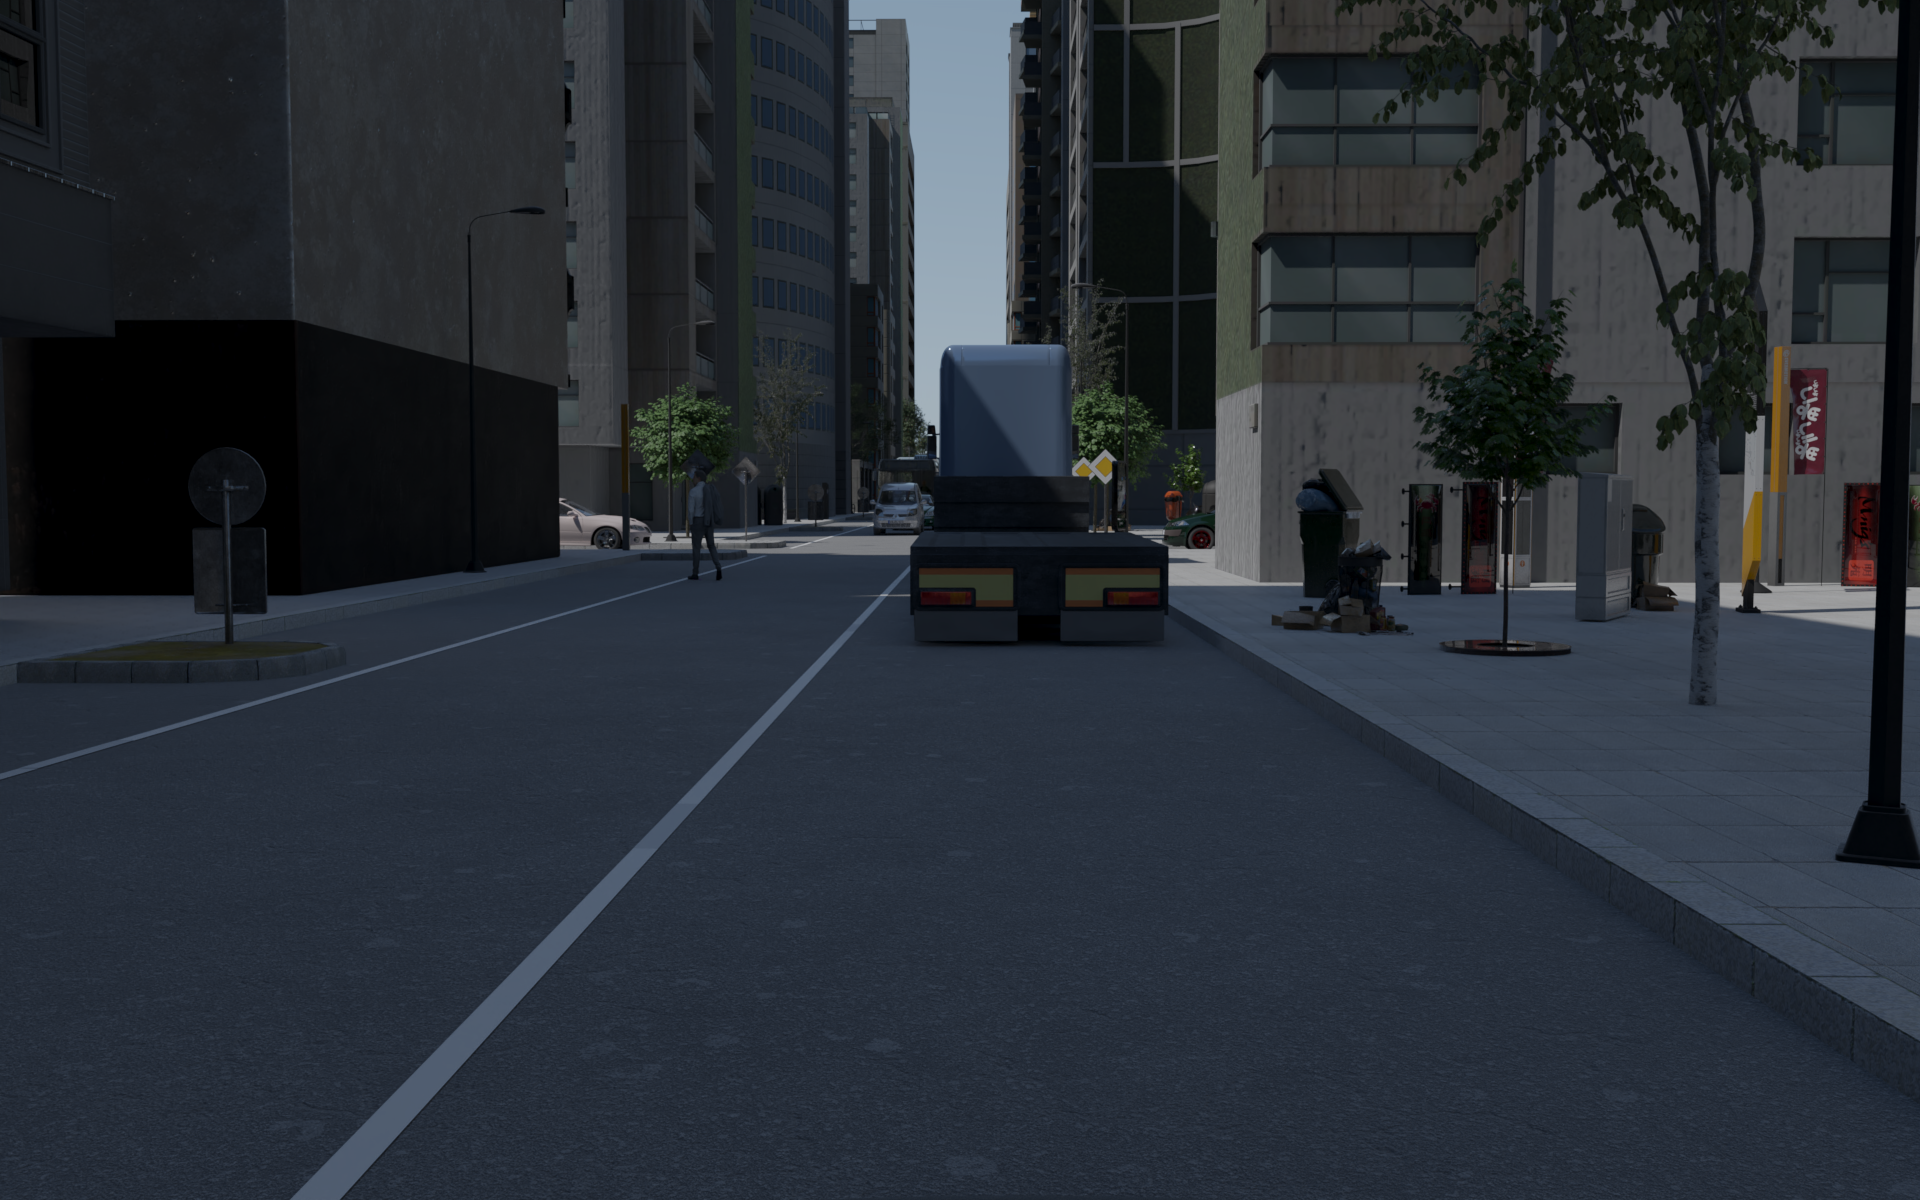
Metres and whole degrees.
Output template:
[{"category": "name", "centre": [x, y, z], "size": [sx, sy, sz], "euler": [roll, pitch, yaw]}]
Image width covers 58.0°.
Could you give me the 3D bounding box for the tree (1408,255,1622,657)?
[{"category": "tree", "centre": [4.588, -1.193, 14.103], "size": [1.663, 3.219, 1.824], "euler": [0, 3, 0]}]

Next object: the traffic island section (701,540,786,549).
[{"category": "traffic island section", "centre": [-5.793, -1.497, 46.761], "size": [2.009, 0.180, 2.903], "euler": [0, 4, 1]}]

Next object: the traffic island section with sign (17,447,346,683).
[{"category": "traffic island section with sign", "centre": [-6.161, -0.333, 14.069], "size": [1.989, 1.847, 2.006], "euler": [0, 4, 1]}]

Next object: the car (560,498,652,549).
[{"category": "car", "centre": [-10.197, -1.911, 43.608], "size": [4.827, 1.381, 2.083], "euler": [0, 4, -1]}]

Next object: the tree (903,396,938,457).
[{"category": "tree", "centre": [-6.747, -17.204, 198.291], "size": [9.611, 12.733, 9.660], "euler": [0, 3, 0]}]

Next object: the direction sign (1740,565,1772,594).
[{"category": "direction sign", "centre": [10.347, -1.860, 22.405], "size": [0.379, 3.537, 0.876], "euler": [2, 4, 26]}]

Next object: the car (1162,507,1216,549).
[{"category": "car", "centre": [7.129, -2.029, 42.953], "size": [4.222, 1.686, 2.009], "euler": [0, 4, 2]}]

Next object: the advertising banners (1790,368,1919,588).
[{"category": "advertising banners", "centre": [12.495, -1.694, 23.883], "size": [2.074, 3.025, 0.090], "euler": [1, 4, 20]}]

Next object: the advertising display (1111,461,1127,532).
[{"category": "advertising display", "centre": [3.099, -1.745, 33.740], "size": [0.123, 1.923, 0.974], "euler": [1, 4, 15]}]

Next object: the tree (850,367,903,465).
[{"category": "tree", "centre": [-8.067, -11.212, 117.721], "size": [8.767, 10.594, 7.601], "euler": [0, 4, -6]}]

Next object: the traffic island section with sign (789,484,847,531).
[{"category": "traffic island section with sign", "centre": [-5.570, -3.588, 67.284], "size": [1.989, 1.847, 2.006], "euler": [0, 4, 1]}]

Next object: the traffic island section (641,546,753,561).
[{"category": "traffic island section", "centre": [-5.882, -1.009, 38.776], "size": [2.009, 0.180, 2.903], "euler": [0, 4, 1]}]

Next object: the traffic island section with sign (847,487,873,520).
[{"category": "traffic island section with sign", "centre": [-5.266, -5.300, 95.282], "size": [1.989, 1.847, 2.006], "euler": [0, 4, 1]}]

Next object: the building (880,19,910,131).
[{"category": "building", "centre": [-15.855, -50.664, 266.608], "size": [20.563, 71.187, 20.611], "euler": [0, 4, 1]}]

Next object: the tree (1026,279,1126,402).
[{"category": "tree", "centre": [3.888, -6.674, 59.480], "size": [4.360, 8.622, 3.978], "euler": [0, 3, 0]}]

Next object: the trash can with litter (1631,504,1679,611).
[{"category": "trash can with litter", "centre": [7.722, -0.488, 19.365], "size": [0.624, 1.170, 1.055], "euler": [0, 4, -4]}]

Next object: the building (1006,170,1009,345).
[{"category": "building", "centre": [17.317, -37.992, 244.877], "size": [21.300, 48.544, 21.600], "euler": [0, 4, 1]}]

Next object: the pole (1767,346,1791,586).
[{"category": "pole", "centre": [11.389, -1.849, 24.075], "size": [0.158, 3.312, 0.155], "euler": [0, 3, 0]}]

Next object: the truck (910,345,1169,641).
[{"category": "truck", "centre": [0.793, -2.183, 25.458], "size": [2.967, 4.110, 18.799], "euler": [0, 4, 0]}]

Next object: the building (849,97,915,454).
[{"category": "building", "centre": [-16.676, -36.201, 215.586], "size": [21.300, 48.544, 21.600], "euler": [0, 4, 1]}]

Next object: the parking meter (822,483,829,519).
[{"category": "parking meter", "centre": [-6.834, -5.033, 87.997], "size": [0.255, 1.863, 0.399], "euler": [1, 4, 14]}]

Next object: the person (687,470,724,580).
[{"category": "person", "centre": [-4.234, -1.238, 28.836], "size": [0.679, 1.850, 0.850], "euler": [-3, 5, -42]}]

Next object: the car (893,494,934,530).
[{"category": "car", "centre": [-1.785, -3.548, 69.816], "size": [2.131, 1.459, 4.920], "euler": [0, 4, -1]}]

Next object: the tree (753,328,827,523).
[{"category": "tree", "centre": [-7.921, -7.672, 75.802], "size": [4.360, 8.622, 3.978], "euler": [0, 3, 0]}]

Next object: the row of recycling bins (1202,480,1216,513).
[{"category": "row of recycling bins", "centre": [8.525, -2.741, 51.933], "size": [1.069, 1.692, 3.534], "euler": [3, 5, 43]}]

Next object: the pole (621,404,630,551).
[{"category": "pole", "centre": [-7.592, -2.782, 39.322], "size": [0.158, 3.312, 0.155], "euler": [0, 3, 0]}]

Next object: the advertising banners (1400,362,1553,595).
[{"category": "advertising banners", "centre": [6.615, -1.585, 22.096], "size": [2.074, 3.025, 0.090], "euler": [-1, 4, -12]}]

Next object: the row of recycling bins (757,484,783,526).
[{"category": "row of recycling bins", "centre": [-8.998, -3.909, 71.029], "size": [3.534, 1.692, 1.069], "euler": [0, 4, 5]}]

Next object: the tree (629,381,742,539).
[{"category": "tree", "centre": [-8.041, -4.086, 50.512], "size": [4.285, 4.588, 4.351], "euler": [0, 3, 0]}]

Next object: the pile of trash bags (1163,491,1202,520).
[{"category": "pile of trash bags", "centre": [7.877, -2.796, 55.464], "size": [3.447, 1.369, 1.912], "euler": [-3, 4, -37]}]

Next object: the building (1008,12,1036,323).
[{"category": "building", "centre": [16.641, -41.425, 219.297], "size": [21.231, 58.520, 28.212], "euler": [0, 4, 1]}]

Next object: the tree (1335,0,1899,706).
[{"category": "tree", "centre": [4.301, -3.667, 10.313], "size": [4.737, 8.622, 4.395], "euler": [0, 3, 0]}]

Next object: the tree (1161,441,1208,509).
[{"category": "tree", "centre": [8.156, -4.041, 60.672], "size": [1.663, 3.219, 1.824], "euler": [0, 3, 0]}]

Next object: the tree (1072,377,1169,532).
[{"category": "tree", "centre": [4.160, -4.216, 52.639], "size": [4.285, 4.588, 4.351], "euler": [0, 3, 0]}]
